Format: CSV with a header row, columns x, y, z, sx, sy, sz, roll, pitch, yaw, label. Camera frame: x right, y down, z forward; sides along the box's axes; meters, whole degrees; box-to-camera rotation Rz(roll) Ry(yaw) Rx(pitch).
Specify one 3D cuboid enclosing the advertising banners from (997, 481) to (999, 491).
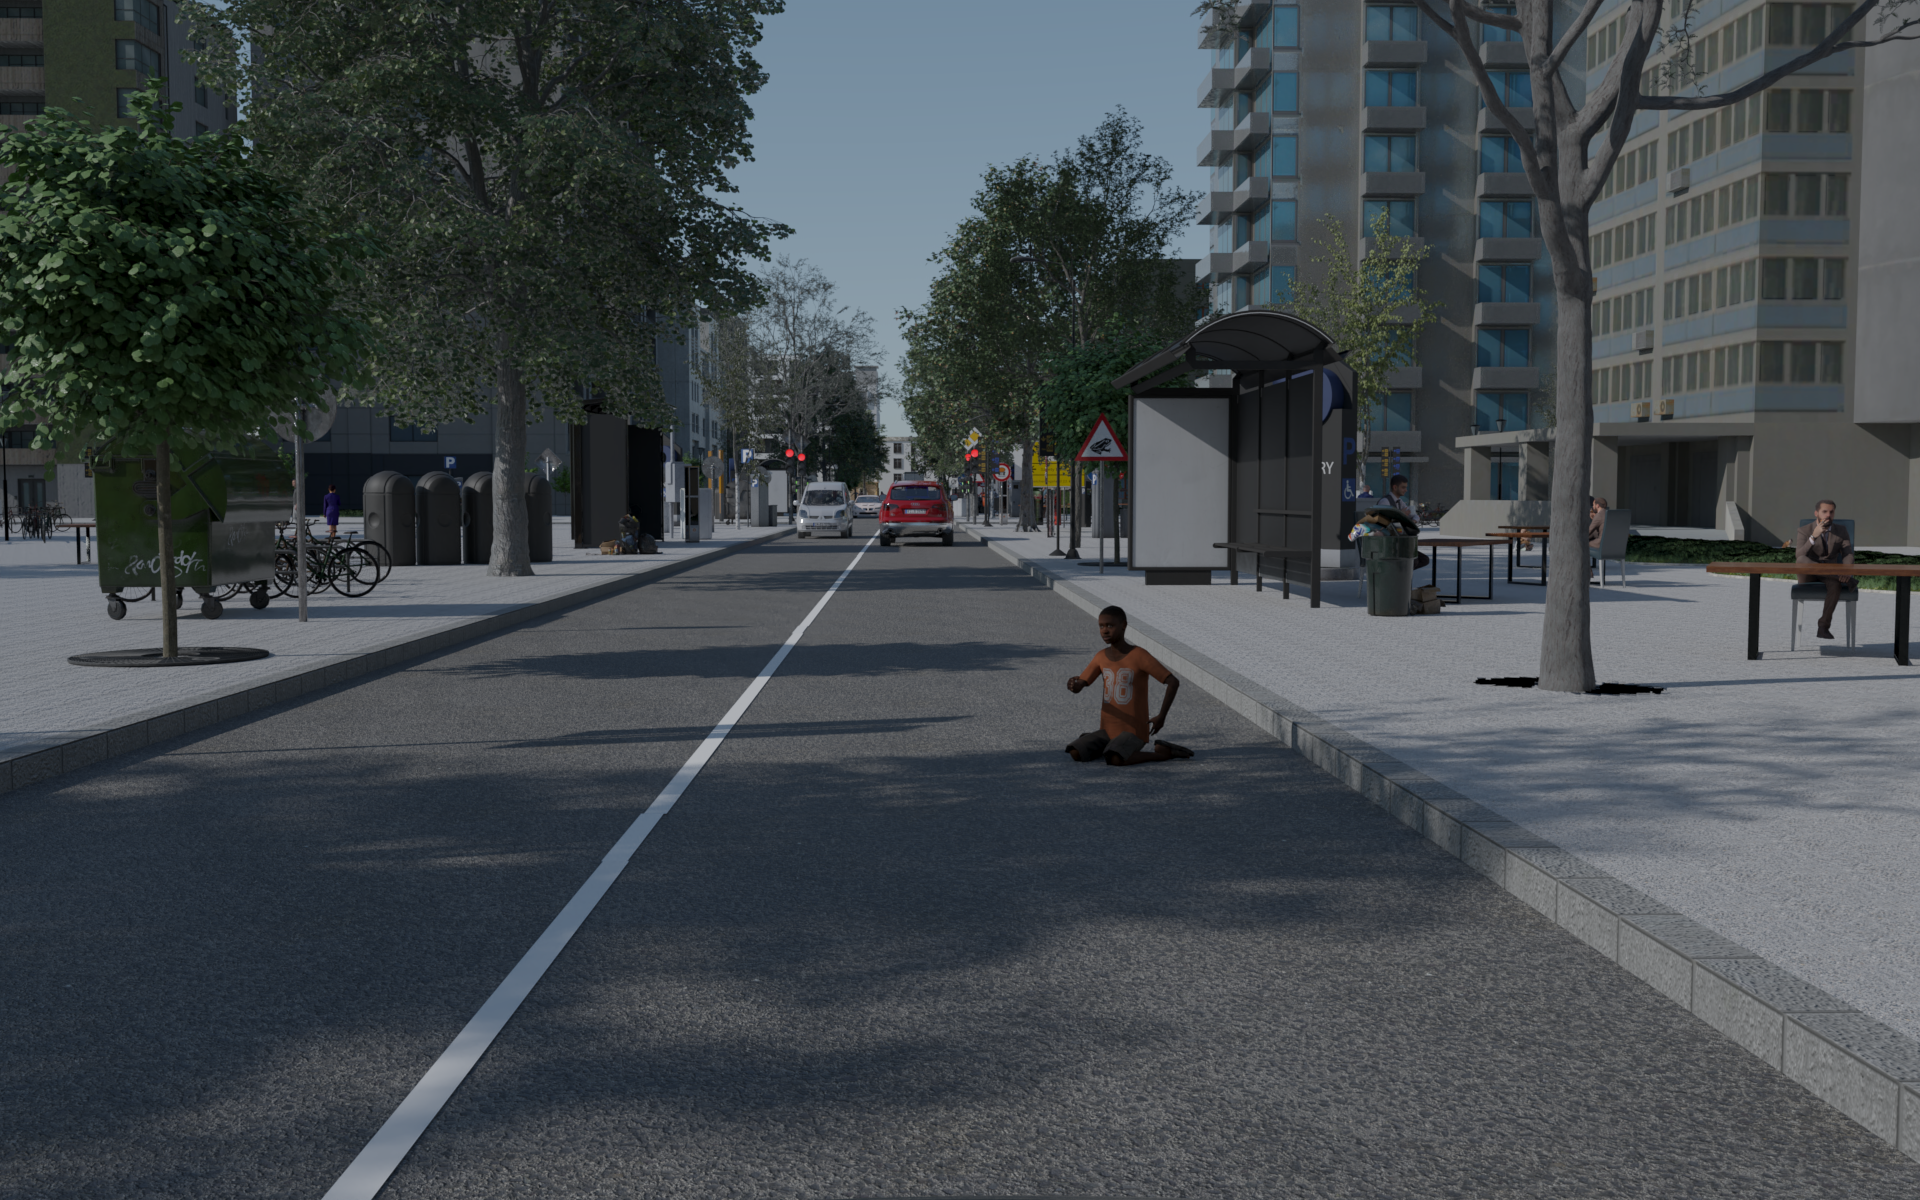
x,y,z,sx,sy,sz,roll,pitch,yaw,label
3.473,-9.404,149.949,0.090,3.025,2.074,1,4,15,advertising banners

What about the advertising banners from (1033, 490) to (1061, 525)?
x,y,z,sx,sy,sz,roll,pitch,yaw,label
3.881,-4.562,70.782,2.074,3.025,0.090,1,4,22,advertising banners

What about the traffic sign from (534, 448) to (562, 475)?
x,y,z,sx,sy,sz,roll,pitch,yaw,label
-11.716,-3.027,49.233,0.795,2.593,0.064,0,4,2,traffic sign

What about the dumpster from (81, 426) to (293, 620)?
x,y,z,sx,sy,sz,roll,pitch,yaw,label
-8.163,-0.971,18.376,1.502,2.255,1.985,0,4,-2,dumpster

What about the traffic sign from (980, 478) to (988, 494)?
x,y,z,sx,sy,sz,roll,pitch,yaw,label
1.768,-8.199,134.164,0.768,2.556,0.104,0,4,6,traffic sign

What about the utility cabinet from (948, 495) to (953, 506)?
x,y,z,sx,sy,sz,roll,pitch,yaw,label
-0.550,-6.202,112.566,0.306,1.237,1.020,1,4,11,utility cabinet

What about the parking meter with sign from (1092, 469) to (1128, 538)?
x,y,z,sx,sy,sz,roll,pitch,yaw,label
4.241,-3.308,50.355,1.738,3.016,0.543,-1,4,-19,parking meter with sign

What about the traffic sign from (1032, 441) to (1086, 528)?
x,y,z,sx,sy,sz,roll,pitch,yaw,label
3.637,-4.395,65.725,2.265,3.308,0.079,0,4,8,traffic sign

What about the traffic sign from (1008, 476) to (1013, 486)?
x,y,z,sx,sy,sz,roll,pitch,yaw,label
3.292,-7.032,114.983,0.884,2.594,0.081,0,3,0,traffic sign

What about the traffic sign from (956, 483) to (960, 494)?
x,y,z,sx,sy,sz,roll,pitch,yaw,label
-0.288,-8.970,146.767,0.768,2.556,0.104,0,4,6,traffic sign

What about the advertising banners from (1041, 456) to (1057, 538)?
x,y,z,sx,sy,sz,roll,pitch,yaw,label
2.647,-3.357,51.069,0.090,3.025,2.074,1,4,11,advertising banners

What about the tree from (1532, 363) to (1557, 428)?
x,y,z,sx,sy,sz,roll,pitch,yaw,label
32.307,-8.632,91.488,4.360,8.622,3.978,0,3,0,tree

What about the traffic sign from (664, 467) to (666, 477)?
x,y,z,sx,sy,sz,roll,pitch,yaw,label
-9.355,-3.251,53.161,0.884,2.594,0.081,0,4,2,traffic sign

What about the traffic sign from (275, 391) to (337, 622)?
x,y,z,sx,sy,sz,roll,pitch,yaw,label
-6.597,-1.053,17.320,0.768,2.556,0.104,0,4,7,traffic sign

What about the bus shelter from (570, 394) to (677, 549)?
x,y,z,sx,sy,sz,roll,pitch,yaw,label
-8.374,-3.198,43.565,1.731,3.624,6.357,0,4,-2,bus shelter

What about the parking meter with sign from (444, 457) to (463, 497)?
x,y,z,sx,sy,sz,roll,pitch,yaw,label
-23.235,-5.110,79.809,0.543,3.016,1.738,-2,4,-33,parking meter with sign

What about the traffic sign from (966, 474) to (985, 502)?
x,y,z,sx,sy,sz,roll,pitch,yaw,label
0.728,-4.882,79.830,0.884,2.594,0.081,0,4,6,traffic sign

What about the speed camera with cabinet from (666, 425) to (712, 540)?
x,y,z,sx,sy,sz,roll,pitch,yaw,label
-7.734,-3.364,49.332,0.660,3.252,2.038,-2,4,-32,speed camera with cabinet

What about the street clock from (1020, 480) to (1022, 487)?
x,y,z,sx,sy,sz,roll,pitch,yaw,label
3.132,-4.846,83.808,0.471,2.002,0.358,-2,4,-34,street clock

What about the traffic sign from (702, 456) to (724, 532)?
x,y,z,sx,sy,sz,roll,pitch,yaw,label
-8.275,-3.541,57.996,0.768,2.556,0.104,0,4,4,traffic sign

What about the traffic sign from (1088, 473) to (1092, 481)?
x,y,z,sx,sy,sz,roll,pitch,yaw,label
5.632,-4.379,71.709,0.768,2.556,0.104,0,4,8,traffic sign

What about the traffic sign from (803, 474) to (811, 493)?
x,y,z,sx,sy,sz,roll,pitch,yaw,label
-8.473,-5.756,94.121,0.884,2.594,0.081,0,4,0,traffic sign

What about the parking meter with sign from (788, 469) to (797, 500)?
x,y,z,sx,sy,sz,roll,pitch,yaw,label
-12.029,-7.447,118.013,1.738,3.016,0.543,-1,4,-11,parking meter with sign

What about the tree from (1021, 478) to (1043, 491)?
x,y,z,sx,sy,sz,roll,pitch,yaw,label
4.949,-7.352,114.801,1.663,3.219,1.824,0,3,0,tree

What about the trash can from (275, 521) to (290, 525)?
x,y,z,sx,sy,sz,roll,pitch,yaw,label
-27.730,-3.616,70.776,0.748,1.137,0.748,0,3,0,trash can

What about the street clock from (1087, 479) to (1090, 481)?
x,y,z,sx,sy,sz,roll,pitch,yaw,label
6.052,-4.744,82.131,0.358,2.002,0.471,0,4,-2,street clock

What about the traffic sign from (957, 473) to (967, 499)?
x,y,z,sx,sy,sz,roll,pitch,yaw,label
0.228,-6.532,106.906,0.768,2.556,0.104,0,4,3,traffic sign

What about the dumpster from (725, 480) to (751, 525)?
x,y,z,sx,sy,sz,roll,pitch,yaw,label
-9.099,-4.053,72.020,1.264,1.857,1.865,0,4,-2,dumpster

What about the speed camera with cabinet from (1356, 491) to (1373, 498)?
x,y,z,sx,sy,sz,roll,pitch,yaw,label
18.877,-5.463,83.649,2.038,3.252,0.660,1,4,16,speed camera with cabinet

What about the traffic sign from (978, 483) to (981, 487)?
x,y,z,sx,sy,sz,roll,pitch,yaw,label
1.204,-7.957,130.207,0.768,2.556,0.104,0,4,0,traffic sign

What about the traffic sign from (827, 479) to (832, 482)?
x,y,z,sx,sy,sz,roll,pitch,yaw,label
-10.147,-8.240,134.727,0.884,2.594,0.081,0,4,5,traffic sign

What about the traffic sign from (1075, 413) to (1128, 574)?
x,y,z,sx,sy,sz,roll,pitch,yaw,label
2.278,-1.702,27.824,0.884,2.594,0.081,0,4,-1,traffic sign

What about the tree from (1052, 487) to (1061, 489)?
x,y,z,sx,sy,sz,roll,pitch,yaw,label
8.405,-10.921,128.923,4.737,8.622,4.395,0,3,0,tree

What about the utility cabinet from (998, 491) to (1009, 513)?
x,y,z,sx,sy,sz,roll,pitch,yaw,label
3.002,-6.463,114.342,0.318,1.500,1.173,3,5,40,utility cabinet

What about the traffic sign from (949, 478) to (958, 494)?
x,y,z,sx,sy,sz,roll,pitch,yaw,label
-0.399,-6.626,110.457,0.606,2.300,0.079,0,4,1,traffic sign

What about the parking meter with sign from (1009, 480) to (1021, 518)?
x,y,z,sx,sy,sz,roll,pitch,yaw,label
3.054,-6.022,94.713,1.738,3.016,0.543,-1,4,-14,parking meter with sign

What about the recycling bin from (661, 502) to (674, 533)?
x,y,z,sx,sy,sz,roll,pitch,yaw,label
-9.990,-2.746,57.444,0.722,1.027,0.722,2,4,32,recycling bin

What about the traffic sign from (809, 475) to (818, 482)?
x,y,z,sx,sy,sz,roll,pitch,yaw,label
-9.971,-7.137,116.803,0.768,2.556,0.104,0,4,7,traffic sign

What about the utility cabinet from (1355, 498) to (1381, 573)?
x,y,z,sx,sy,sz,roll,pitch,yaw,label
6.369,-1.043,28.208,1.020,1.237,0.306,-1,4,-17,utility cabinet

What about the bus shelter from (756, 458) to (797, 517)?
x,y,z,sx,sy,sz,roll,pitch,yaw,label
-10.666,-6.569,101.321,2.014,3.302,5.546,0,4,-2,bus shelter

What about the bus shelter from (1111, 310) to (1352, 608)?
x,y,z,sx,sy,sz,roll,pitch,yaw,label
3.217,-1.706,21.818,2.014,3.302,5.546,0,4,-2,bus shelter

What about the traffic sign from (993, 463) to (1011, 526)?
x,y,z,sx,sy,sz,roll,pitch,yaw,label
1.696,-4.297,70.369,0.768,2.556,0.104,0,4,5,traffic sign

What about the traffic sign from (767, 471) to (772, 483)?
x,y,z,sx,sy,sz,roll,pitch,yaw,label
-10.582,-5.730,93.786,0.768,2.556,0.104,0,4,6,traffic sign

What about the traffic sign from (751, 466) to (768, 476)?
x,y,z,sx,sy,sz,roll,pitch,yaw,label
-9.179,-4.846,79.339,0.768,2.556,0.104,0,4,0,traffic sign

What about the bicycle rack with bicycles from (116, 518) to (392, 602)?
x,y,z,sx,sy,sz,roll,pitch,yaw,label
-8.669,-0.499,21.546,2.925,0.926,2.852,0,4,0,bicycle rack with bicycles

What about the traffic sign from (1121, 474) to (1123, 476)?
x,y,z,sx,sy,sz,roll,pitch,yaw,label
4.672,-3.158,51.743,0.768,2.556,0.104,0,4,1,traffic sign

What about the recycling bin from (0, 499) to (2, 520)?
x,y,z,sx,sy,sz,roll,pitch,yaw,label
-45.145,-4.170,80.726,0.722,1.027,0.722,-1,4,-17,recycling bin

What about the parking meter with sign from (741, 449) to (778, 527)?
x,y,z,sx,sy,sz,roll,pitch,yaw,label
-7.793,-4.364,67.611,0.543,3.016,1.738,2,4,29,parking meter with sign

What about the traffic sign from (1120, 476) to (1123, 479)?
x,y,z,sx,sy,sz,roll,pitch,yaw,label
6.030,-4.120,67.470,0.768,2.556,0.104,0,4,0,traffic sign

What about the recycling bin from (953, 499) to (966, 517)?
x,y,z,sx,sy,sz,roll,pitch,yaw,label
0.100,-5.207,97.683,0.722,1.027,0.722,-3,5,-45,recycling bin
